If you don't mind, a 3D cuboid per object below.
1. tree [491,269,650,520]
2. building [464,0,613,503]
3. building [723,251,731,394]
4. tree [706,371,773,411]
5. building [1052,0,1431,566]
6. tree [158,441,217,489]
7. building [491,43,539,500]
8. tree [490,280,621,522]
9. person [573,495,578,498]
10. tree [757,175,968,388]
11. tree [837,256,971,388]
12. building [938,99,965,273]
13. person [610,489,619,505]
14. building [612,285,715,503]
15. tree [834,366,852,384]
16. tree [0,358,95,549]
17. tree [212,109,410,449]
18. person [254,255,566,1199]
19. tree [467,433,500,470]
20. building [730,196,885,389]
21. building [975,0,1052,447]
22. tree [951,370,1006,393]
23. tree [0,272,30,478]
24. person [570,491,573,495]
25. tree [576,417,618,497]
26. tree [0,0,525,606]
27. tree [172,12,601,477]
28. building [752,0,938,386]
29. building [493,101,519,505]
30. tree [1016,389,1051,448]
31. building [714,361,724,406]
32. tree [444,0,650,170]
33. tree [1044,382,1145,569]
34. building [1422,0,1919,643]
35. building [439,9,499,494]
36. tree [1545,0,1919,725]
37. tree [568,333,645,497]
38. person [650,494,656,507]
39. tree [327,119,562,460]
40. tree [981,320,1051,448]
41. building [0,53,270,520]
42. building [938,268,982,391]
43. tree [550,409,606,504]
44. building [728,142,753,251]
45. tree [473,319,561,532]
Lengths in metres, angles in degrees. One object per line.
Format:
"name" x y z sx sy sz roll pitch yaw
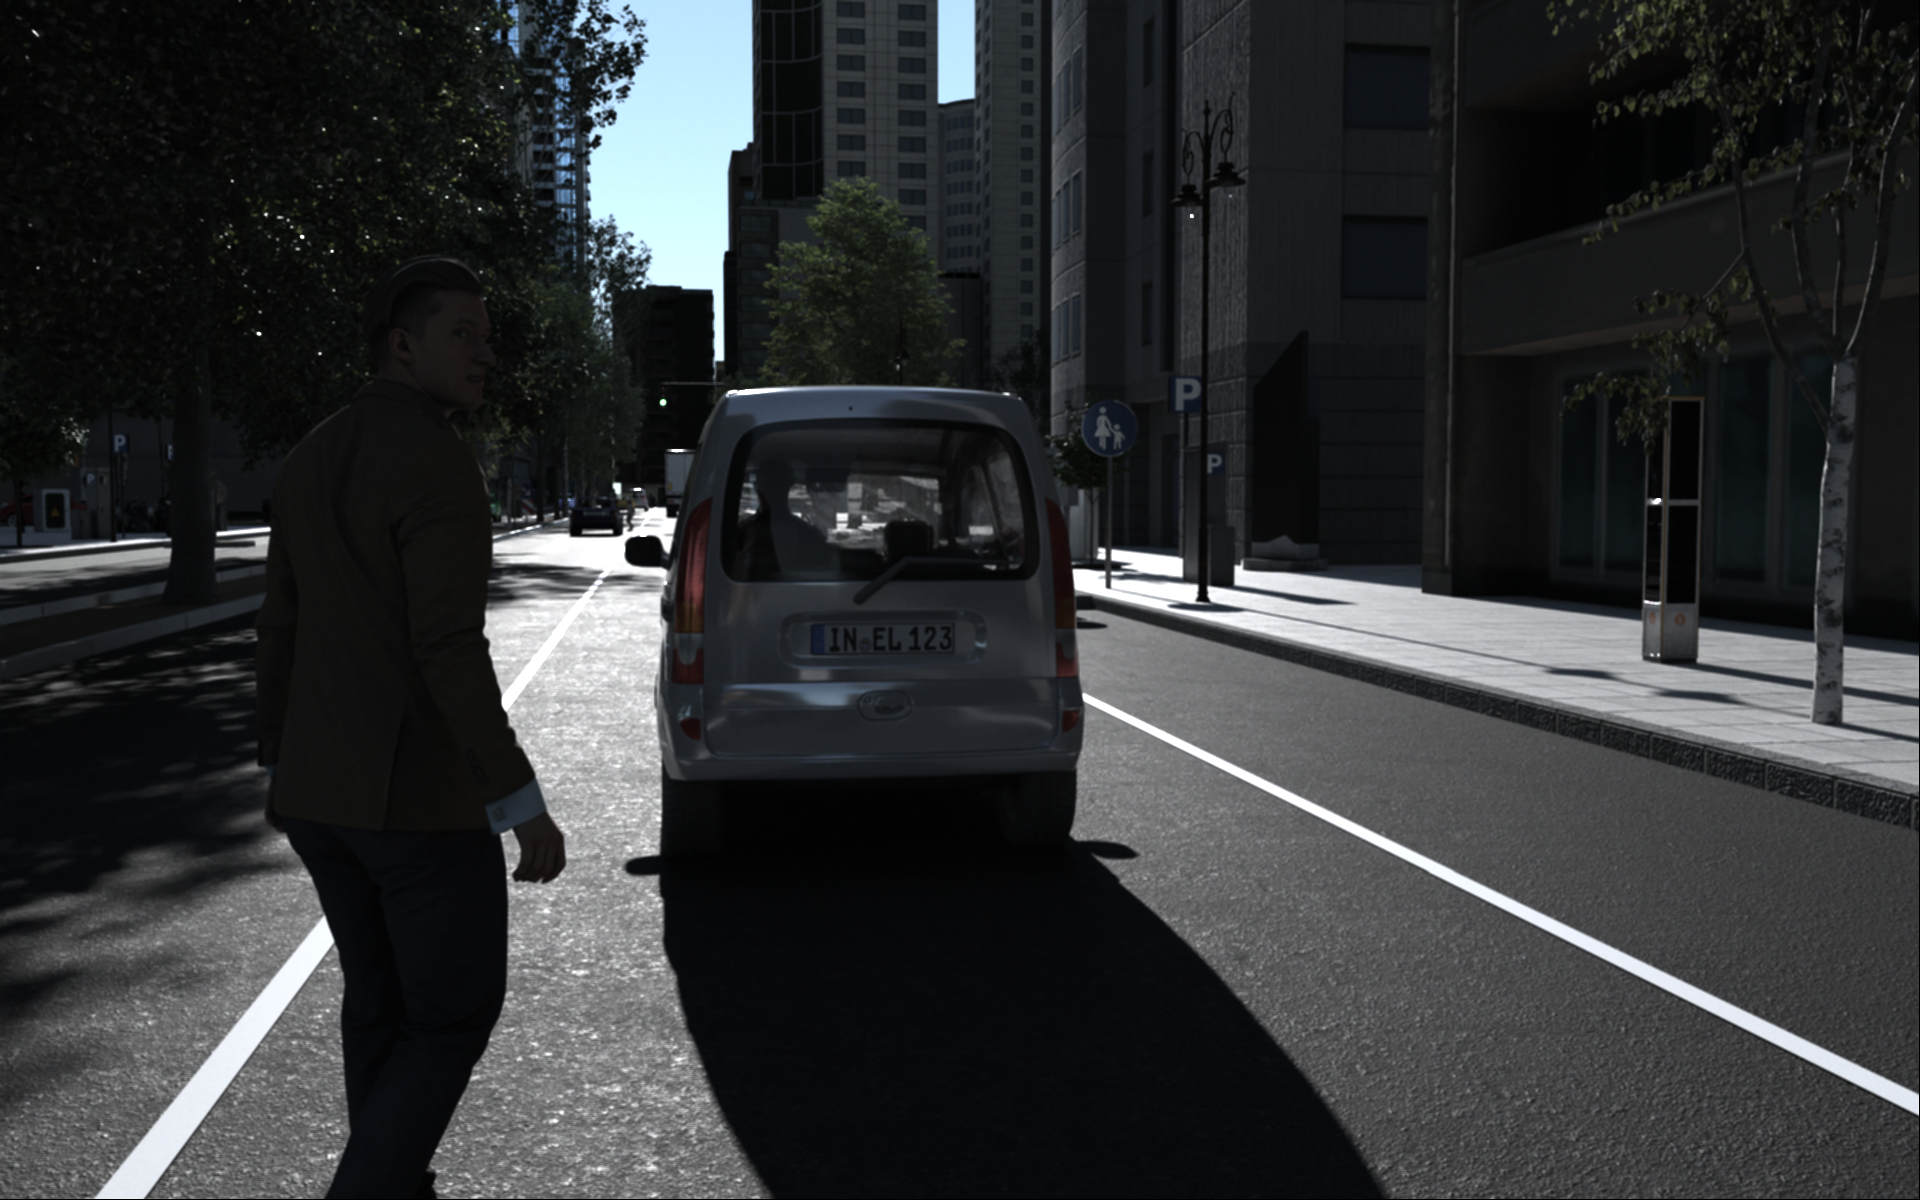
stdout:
"tree" -21.920 -11.075 93.905 12.009 13.543 11.850 0 3 0
"building" -64.876 -56.830 241.846 31.000 86.520 22.319 -1 4 -10
"building" -21.287 -26.666 207.685 14.160 30.474 14.107 -1 4 -10
"tree" -17.505 -13.450 145.670 9.928 11.665 9.643 0 3 0
"building" 13.063 -30.736 44.530 21.231 58.520 28.212 -1 4 -10
"tree" -24.705 -3.700 55.099 1.663 3.219 1.824 0 3 0
"building" -65.171 -37.805 207.347 27.495 52.752 28.713 -1 4 -10
"tree" -19.995 -9.441 82.573 9.928 11.665 9.643 0 3 0
"person" -47.574 -12.588 214.303 0.705 1.826 1.348 1 4 16
"tree" -3.452 -8.816 62.273 7.486 12.596 7.792 0 3 0
"tree" -1.912 -6.294 53.267 4.737 8.622 4.395 0 3 0
"building" 8.854 -43.557 254.150 28.212 58.520 21.231 -1 4 -10
"person" -24.218 -6.887 121.197 0.616 1.811 0.778 1 4 14
"building" -41.566 -28.829 243.050 14.107 30.474 14.160 -1 4 -10
"tree" -5.690 -8.729 93.077 4.360 8.622 3.978 0 3 0
"tree" -22.599 -3.529 41.418 4.285 4.588 4.351 0 3 0
"tree" -11.274 -4.694 29.560 4.737 8.622 4.395 0 3 0
"person" -0.944 0.336 2.922 0.656 1.842 0.836 1 4 8
"tree" -39.902 -11.778 142.940 4.737 8.622 4.395 0 3 0
"building" -15.107 -24.516 172.536 14.160 30.474 14.107 -1 4 -10
"building" 12.276 -48.095 224.598 20.611 71.187 20.563 -1 4 -10
"tree" 0.295 -9.390 103.892 4.360 8.622 3.978 0 3 0
"tree" -21.058 -5.270 36.535 4.737 8.622 4.395 0 3 0
"person" -38.912 -10.020 173.011 0.721 1.739 1.217 -1 4 -17
"tree" -30.506 -11.713 144.330 4.360 8.622 3.978 0 3 0
"tree" -9.993 -6.912 22.126 9.857 13.997 8.962 0 3 0
"tree" -12.890 -7.243 37.891 9.611 12.733 9.660 0 3 0
"building" -14.062 -45.952 189.568 20.563 71.187 20.611 -1 4 -10
"building" -58.512 -34.145 177.873 23.786 49.044 30.456 -1 4 -10
"tree" 4.614 -10.078 115.141 4.360 8.622 3.978 0 3 0
"building" -21.212 -25.027 254.226 28.899 21.520 27.650 -1 4 -10
"tree" -16.980 -12.134 56.732 12.611 20.169 13.585 0 3 0
"tree" 2.268 -2.171 30.105 1.663 3.219 1.824 0 3 0
"building" 18.233 -23.773 12.395 21.300 48.544 21.600 -1 4 -10
"building" -49.793 -30.972 156.496 14.600 45.320 14.200 -1 4 -10
"tree" 4.982 -3.626 9.649 4.360 8.622 3.978 0 3 0
"tree" -29.424 -13.941 137.053 9.857 13.997 8.962 0 3 0
"person" -34.838 -11.285 196.245 0.697 1.427 0.421 1 4 11
"tree" -14.639 -7.692 46.355 7.486 12.596 7.792 0 3 0
"tree" 3.703 -9.693 92.887 7.601 10.594 8.767 1 4 17
"building" -46.122 -30.987 95.876 28.713 52.752 27.495 -1 4 -10
"building" -5.215 -27.735 225.168 14.107 30.474 14.160 -1 4 -10
"tree" -26.051 -10.068 117.430 4.737 8.622 4.395 0 3 0
"building" -22.304 -34.942 221.414 14.600 45.320 14.200 -1 4 -10
"tree" -17.170 -6.907 65.743 4.360 8.622 3.978 0 3 0
